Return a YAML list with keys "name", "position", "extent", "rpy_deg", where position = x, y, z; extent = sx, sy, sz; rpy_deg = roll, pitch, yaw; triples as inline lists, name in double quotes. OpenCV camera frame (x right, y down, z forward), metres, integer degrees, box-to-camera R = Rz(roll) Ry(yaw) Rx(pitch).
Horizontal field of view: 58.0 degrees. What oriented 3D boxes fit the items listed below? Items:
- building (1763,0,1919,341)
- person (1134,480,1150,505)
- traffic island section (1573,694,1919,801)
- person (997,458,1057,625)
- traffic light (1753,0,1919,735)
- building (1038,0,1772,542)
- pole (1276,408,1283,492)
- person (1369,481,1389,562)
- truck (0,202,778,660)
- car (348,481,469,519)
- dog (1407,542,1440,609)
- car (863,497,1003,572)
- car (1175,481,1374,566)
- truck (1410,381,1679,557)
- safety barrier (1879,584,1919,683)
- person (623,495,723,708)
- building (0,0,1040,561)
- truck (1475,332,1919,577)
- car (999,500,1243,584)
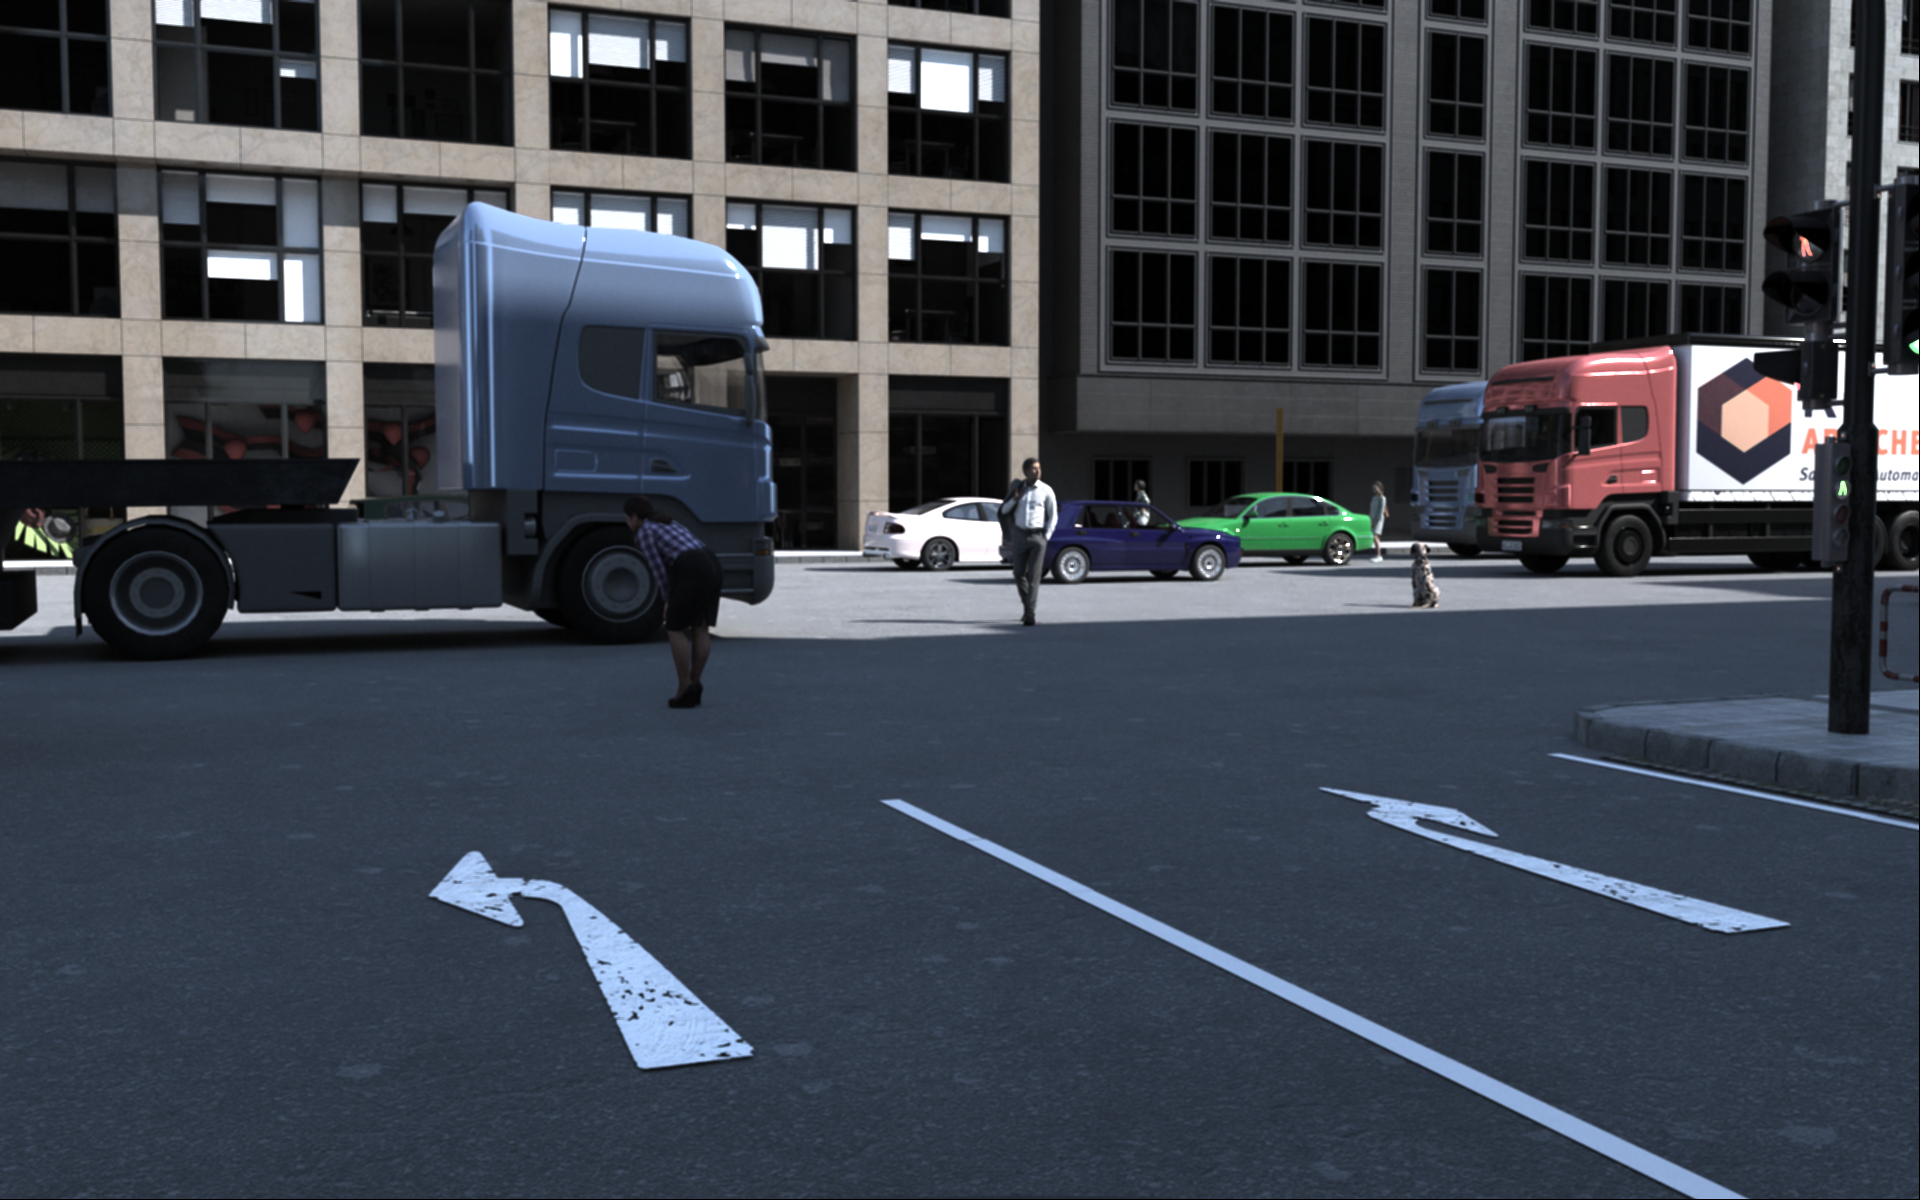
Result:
- name: "building"
  position: [30.360, -12.374, 57.073]
  extent: [16.860, 20.320, 10.420]
  rpy_deg: [-1, 4, -22]
- name: "person"
  position: [3.952, -1.733, 37.559]
  extent: [0.376, 1.734, 0.841]
  rpy_deg: [1, 4, 13]
- name: "traffic island section"
  position: [4.796, 0.790, 9.361]
  extent: [2.009, 0.180, 2.903]
  rpy_deg: [-1, 4, -22]
- name: "person"
  position: [0.739, -0.647, 19.173]
  extent: [0.679, 1.850, 0.850]
  rpy_deg: [1, 4, 13]
- name: "traffic light"
  position: [2.851, -2.057, 8.308]
  extent: [4.771, 5.953, 1.251]
  rpy_deg: [-1, 4, -22]
- name: "building"
  position: [10.166, -15.751, 51.034]
  extent: [24.014, 27.812, 14.314]
  rpy_deg: [-1, 4, -22]
- name: "pole"
  position: [7.542, -2.880, 40.929]
  extent: [0.158, 3.312, 0.155]
  rpy_deg: [0, 3, 0]
- name: "person"
  position: [8.881, -1.674, 36.874]
  extent: [0.522, 1.701, 0.512]
  rpy_deg: [-1, 4, -21]
- name: "truck"
  position: [-10.169, -1.517, 14.564]
  extent: [18.799, 4.110, 2.967]
  rpy_deg: [-2, 4, -24]
- name: "car"
  position: [-7.866, -1.084, 27.512]
  extent: [4.222, 1.686, 2.009]
  rpy_deg: [-1, 4, -20]
- name: "dog"
  position: [5.805, -0.312, 21.938]
  extent: [0.513, 0.831, 0.800]
  rpy_deg: [3, 4, 38]
- name: "car"
  position: [0.520, -1.282, 33.318]
  extent: [4.827, 1.381, 2.083]
  rpy_deg: [-1, 4, -22]
- name: "car"
  position: [6.001, -1.589, 34.770]
  extent: [4.718, 1.807, 1.959]
  rpy_deg: [-1, 4, -21]
- name: "truck"
  position: [18.641, -3.182, 41.784]
  extent: [18.799, 4.110, 2.967]
  rpy_deg: [-2, 4, -23]
- name: "safety barrier"
  position: [6.019, 0.237, 10.405]
  extent: [0.300, 0.817, 1.120]
  rpy_deg: [-1, 4, -22]
- name: "person"
  position: [-1.941, 0.004, 11.663]
  extent: [0.697, 1.427, 0.421]
  rpy_deg: [1, 4, 19]
- name: "building"
  position: [-17.547, -14.527, 42.031]
  extent: [34.151, 26.468, 19.350]
  rpy_deg: [-1, 4, -22]
- name: "truck"
  position: [14.237, -2.633, 31.969]
  extent: [11.283, 4.237, 2.839]
  rpy_deg: [-1, 4, -22]
- name: "car"
  position: [2.684, -0.987, 28.719]
  extent: [3.894, 1.354, 1.945]
  rpy_deg: [-1, 4, -22]
